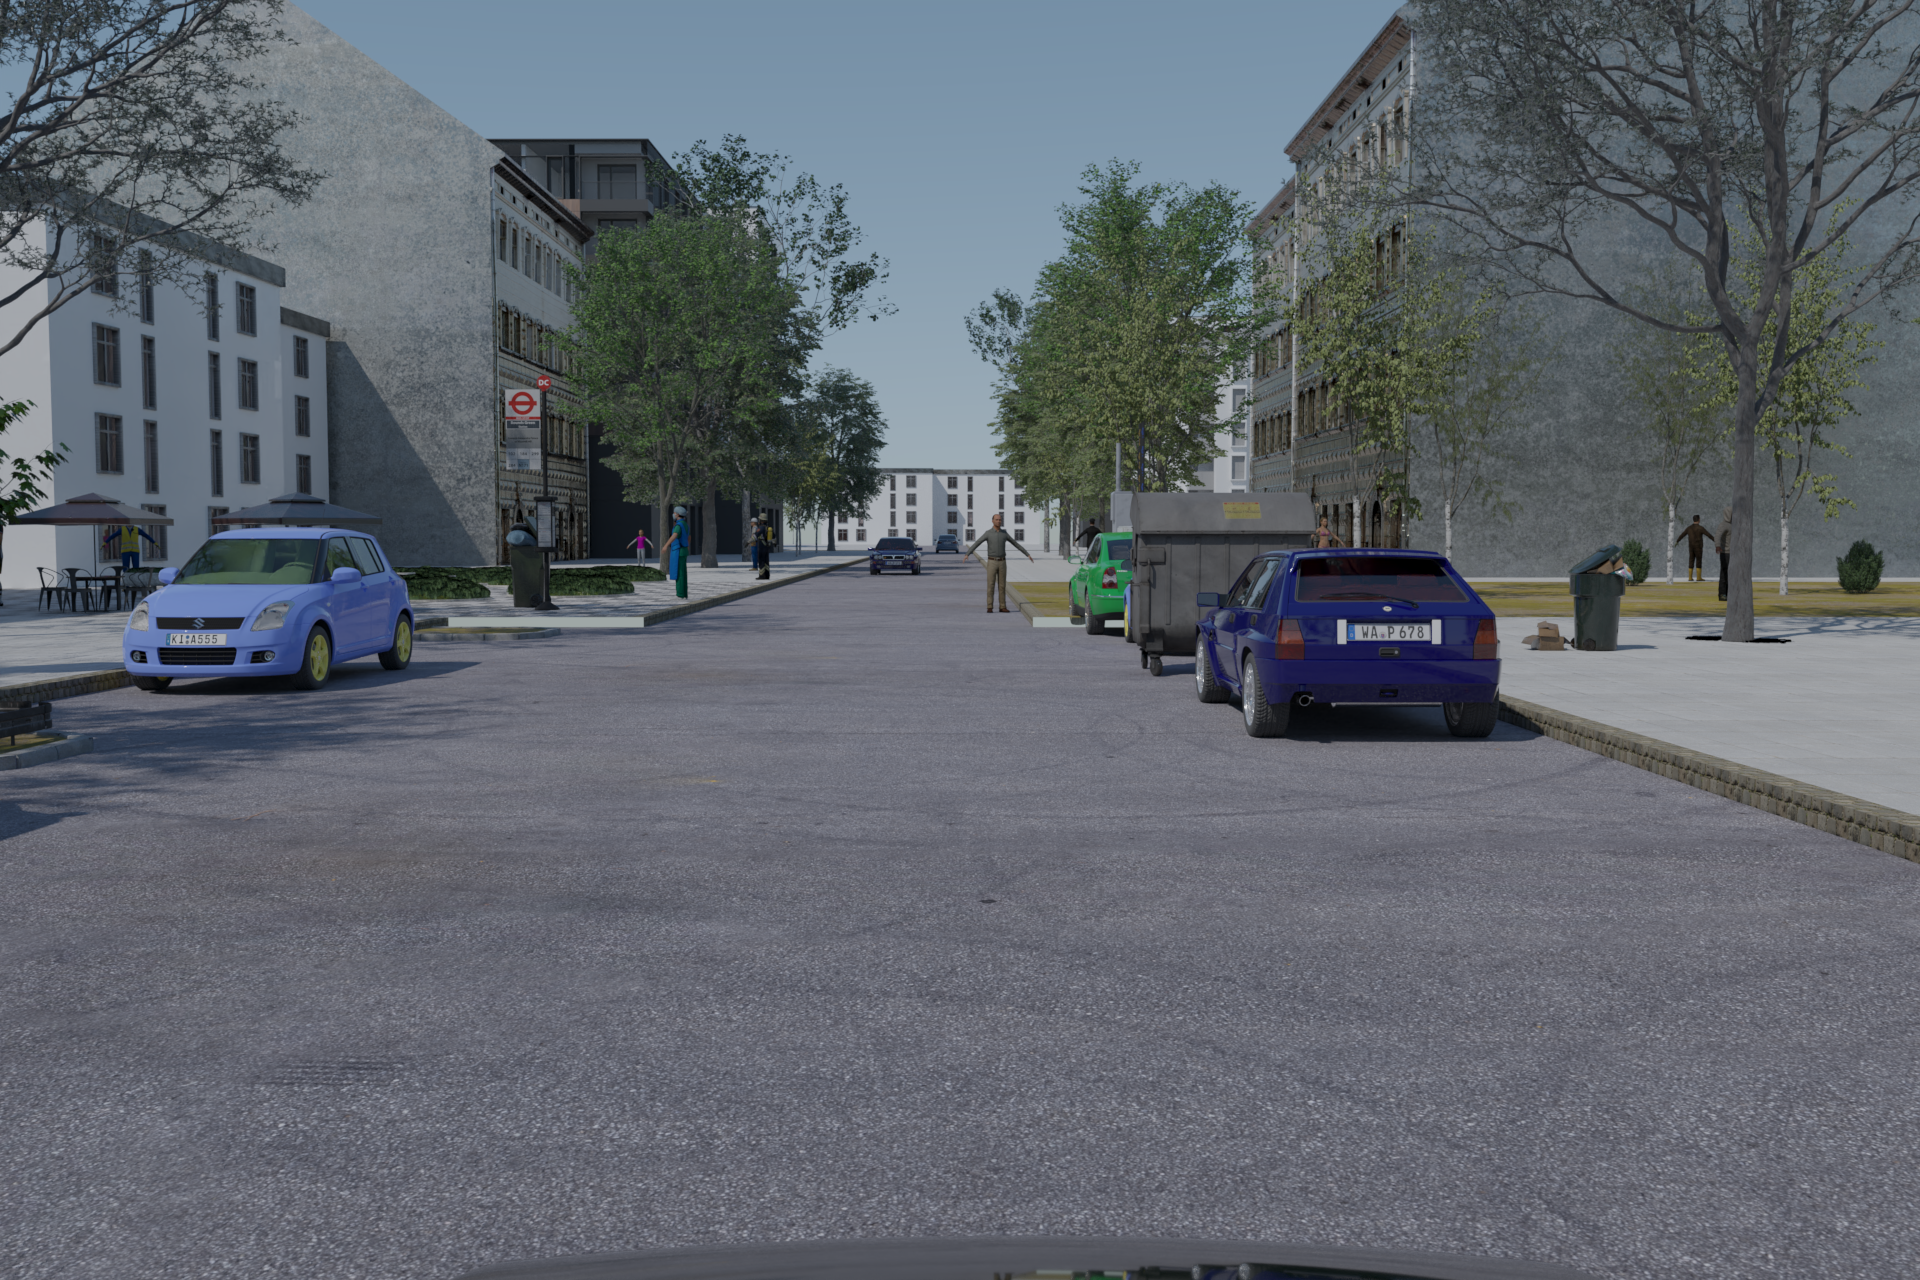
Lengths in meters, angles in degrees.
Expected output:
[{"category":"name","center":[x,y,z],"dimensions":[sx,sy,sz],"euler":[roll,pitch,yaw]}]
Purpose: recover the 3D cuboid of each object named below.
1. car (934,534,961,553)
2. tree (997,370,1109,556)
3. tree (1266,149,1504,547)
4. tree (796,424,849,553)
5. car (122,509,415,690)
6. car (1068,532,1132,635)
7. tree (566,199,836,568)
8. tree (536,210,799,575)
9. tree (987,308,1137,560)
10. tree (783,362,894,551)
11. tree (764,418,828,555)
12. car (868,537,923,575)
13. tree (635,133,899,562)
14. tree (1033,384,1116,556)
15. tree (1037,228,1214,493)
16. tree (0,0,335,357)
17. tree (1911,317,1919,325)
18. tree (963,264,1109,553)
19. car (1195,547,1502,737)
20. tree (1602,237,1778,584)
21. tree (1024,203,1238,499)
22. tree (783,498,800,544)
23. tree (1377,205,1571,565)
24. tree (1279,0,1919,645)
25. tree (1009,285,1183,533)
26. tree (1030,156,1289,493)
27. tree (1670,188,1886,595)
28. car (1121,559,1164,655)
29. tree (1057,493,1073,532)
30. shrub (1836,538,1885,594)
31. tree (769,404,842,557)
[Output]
[{"category":"car","center":[-0.953,-7.200,129.720],"dimensions":[2.014,1.417,4.499],"euler":[0,4,0]},{"category":"tree","center":[5.643,-11.273,102.437],"dimensions":[7.486,12.596,7.792],"euler":[0,3,0]},{"category":"tree","center":[7.929,-5.082,33.453],"dimensions":[4.737,8.622,4.395],"euler":[0,3,0]},{"category":"tree","center":[-9.618,-10.183,116.851],"dimensions":[4.737,8.622,4.395],"euler":[0,3,0]},{"category":"car","center":[-6.710,-0.455,17.024],"dimensions":[1.945,1.707,3.694],"euler":[0,4,0]},{"category":"car","center":[2.651,-1.052,26.003],"dimensions":[1.959,1.807,4.718],"euler":[0,4,-1]},{"category":"tree","center":[-9.584,-9.690,65.090],"dimensions":[9.857,13.997,8.962],"euler":[0,3,0]},{"category":"tree","center":[-9.187,-7.875,54.508],"dimensions":[9.928,11.665,9.643],"euler":[0,3,0]},{"category":"tree","center":[4.862,-10.204,84.955],"dimensions":[7.486,12.596,7.792],"euler":[0,3,0]},{"category":"tree","center":[-9.662,-13.679,130.305],"dimensions":[9.857,13.997,8.962],"euler":[0,3,0]},{"category":"tree","center":[-9.763,-9.542,106.376],"dimensions":[4.360,8.622,3.978],"euler":[0,3,0]},{"category":"car","center":[-2.293,-3.013,61.845],"dimensions":[1.945,1.354,3.894],"euler":[0,4,0]},{"category":"tree","center":[-9.233,-13.739,80.524],"dimensions":[12.611,20.169,13.585],"euler":[0,3,0]},{"category":"tree","center":[5.265,-7.800,77.885],"dimensions":[4.737,8.622,4.395],"euler":[0,3,0]},{"category":"tree","center":[4.160,-5.541,40.950],"dimensions":[4.737,8.622,4.395],"euler":[0,3,0]},{"category":"tree","center":[-12.458,-6.759,20.887],"dimensions":[12.009,13.543,11.850],"euler":[0,3,0]},{"category":"tree","center":[27.097,-7.586,42.152],"dimensions":[7.486,12.596,7.792],"euler":[0,3,0]},{"category":"tree","center":[7.399,-16.105,119.208],"dimensions":[12.611,20.169,13.585],"euler":[0,3,0]},{"category":"car","center":[2.890,-0.059,13.545],"dimensions":[1.945,1.354,3.894],"euler":[0,3,0]},{"category":"tree","center":[17.883,-5.725,43.960],"dimensions":[4.360,8.622,3.978],"euler":[0,3,0]},{"category":"tree","center":[5.863,-8.635,59.315],"dimensions":[7.486,12.596,7.792],"euler":[0,3,0]},{"category":"tree","center":[-21.666,-16.640,222.432],"dimensions":[4.737,8.622,4.395],"euler":[0,3,0]},{"category":"tree","center":[11.094,-5.445,39.390],"dimensions":[4.360,8.622,3.978],"euler":[0,3,0]},{"category":"tree","center":[9.415,-6.730,20.402],"dimensions":[12.009,13.543,11.850],"euler":[0,3,0]},{"category":"tree","center":[5.620,-8.822,69.993],"dimensions":[9.928,11.665,9.643],"euler":[0,3,0]},{"category":"tree","center":[5.591,-7.499,48.365],"dimensions":[9.928,11.665,9.643],"euler":[0,3,0]},{"category":"tree","center":[17.177,-5.242,36.063],"dimensions":[4.737,8.622,4.395],"euler":[0,3,0]},{"category":"car","center":[3.022,-0.743,21.743],"dimensions":[1.945,1.707,3.694],"euler":[0,4,0]},{"category":"tree","center":[14.375,-16.445,219.237],"dimensions":[4.737,8.622,4.395],"euler":[0,3,0]},{"category":"shrub","center":[19.379,-1.600,37.272],"dimensions":[1.383,1.207,1.383],"euler":[0,3,0]},{"category":"tree","center":[-9.069,-9.040,98.166],"dimensions":[4.737,8.622,4.395],"euler":[0,3,0]}]
